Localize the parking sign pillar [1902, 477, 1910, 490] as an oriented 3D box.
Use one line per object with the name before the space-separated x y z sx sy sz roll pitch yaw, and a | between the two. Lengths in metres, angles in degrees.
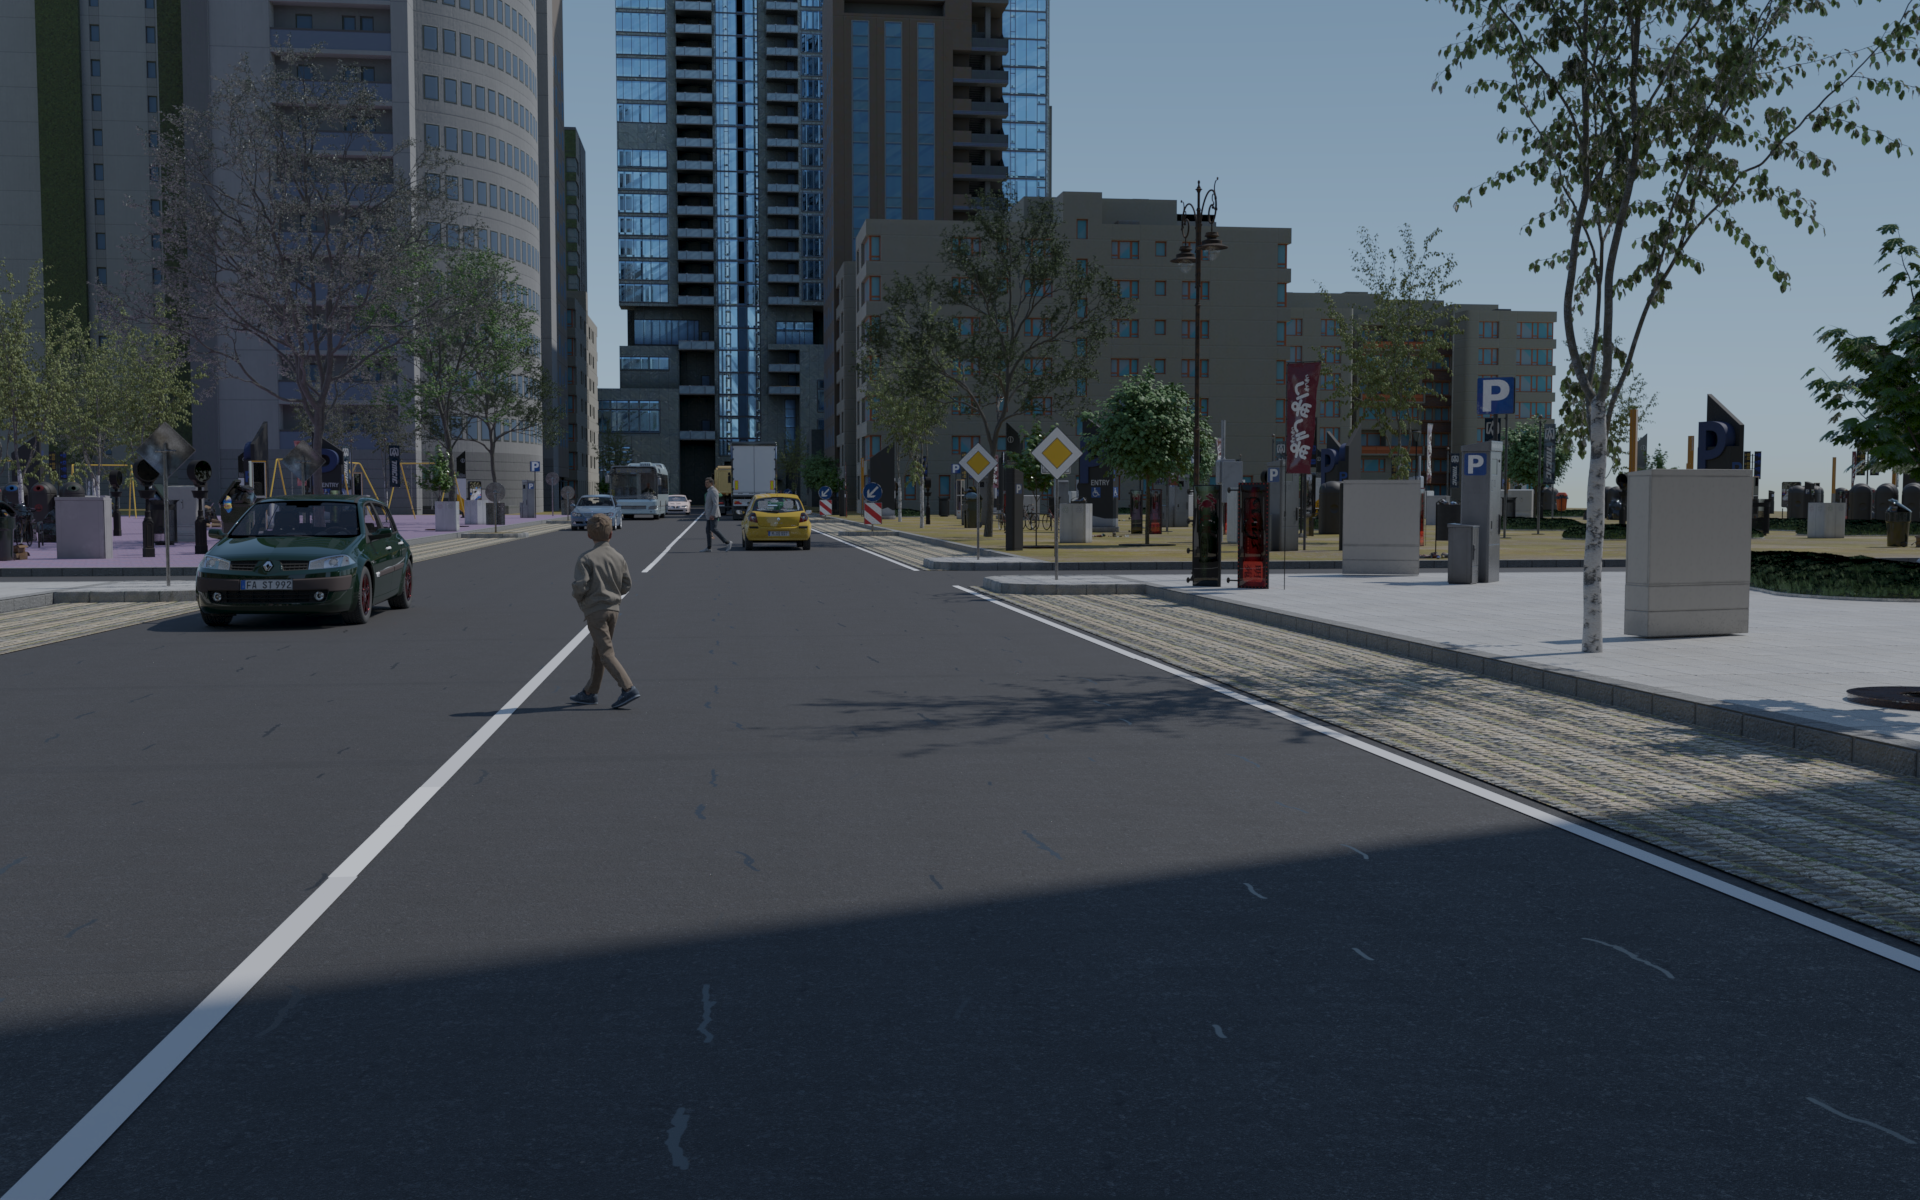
parking sign pillar | 52.810 -6.575 95.974 1.447 3.967 1.447 0 4 -2

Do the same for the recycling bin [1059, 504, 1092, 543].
recycling bin | 3.057 -2.026 45.678 0.722 1.027 0.722 1 4 19

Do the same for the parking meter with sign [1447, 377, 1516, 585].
parking meter with sign | 7.571 -1.772 25.241 0.543 3.016 1.738 2 4 32

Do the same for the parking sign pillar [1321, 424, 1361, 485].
parking sign pillar | 14.815 -4.734 65.880 1.447 3.967 1.447 2 4 33

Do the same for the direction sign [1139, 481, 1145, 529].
direction sign | 6.705 -4.427 64.373 0.876 3.537 0.379 3 5 45

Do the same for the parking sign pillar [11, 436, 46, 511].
parking sign pillar | -41.450 -5.420 77.083 1.447 3.967 1.447 0 4 2

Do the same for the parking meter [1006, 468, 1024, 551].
parking meter | 1.237 -2.048 39.201 0.255 1.863 0.399 3 5 40

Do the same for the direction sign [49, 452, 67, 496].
direction sign | -48.082 -6.139 92.375 0.876 3.537 0.379 -1 4 -11

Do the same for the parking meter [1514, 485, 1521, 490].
parking meter | 34.049 -6.121 105.781 0.399 1.863 0.255 0 4 2

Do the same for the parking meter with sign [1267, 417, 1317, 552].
parking meter with sign | 7.232 -2.608 38.903 1.738 3.016 0.543 -3 5 -41

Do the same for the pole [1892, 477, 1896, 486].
pole | 37.812 -4.666 70.124 0.158 3.312 0.155 0 3 0

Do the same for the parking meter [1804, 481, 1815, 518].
parking meter | 39.038 -4.520 79.611 0.255 1.863 0.399 -2 4 -26

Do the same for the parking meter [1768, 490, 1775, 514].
parking meter | 52.425 -6.330 111.913 0.372 1.533 0.369 0 3 0

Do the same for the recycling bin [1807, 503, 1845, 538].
recycling bin | 25.269 -2.322 50.522 0.722 1.027 0.722 -1 4 -14

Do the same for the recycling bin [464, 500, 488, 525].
recycling bin | -20.345 -3.689 72.875 0.722 1.027 0.722 2 4 28

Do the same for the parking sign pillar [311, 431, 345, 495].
parking sign pillar | -27.024 -5.232 74.014 1.447 3.967 1.447 0 4 -3

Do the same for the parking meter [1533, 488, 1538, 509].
parking meter | 33.444 -5.803 100.582 0.399 1.863 0.255 3 5 39

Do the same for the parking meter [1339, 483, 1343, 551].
parking meter | 8.806 -1.892 39.350 0.372 1.533 0.369 0 3 0

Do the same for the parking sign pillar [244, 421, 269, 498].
parking sign pillar | -25.848 -4.597 63.627 1.447 3.967 1.447 0 4 -1

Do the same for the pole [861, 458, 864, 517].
pole | -5.516 -6.367 97.942 0.158 3.312 0.155 0 3 0

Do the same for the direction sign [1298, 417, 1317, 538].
direction sign | 10.063 -3.610 51.014 0.876 3.537 0.379 1 4 20

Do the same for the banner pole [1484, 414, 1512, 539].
banner pole | 15.524 -3.670 50.014 0.863 3.779 0.401 0 4 2

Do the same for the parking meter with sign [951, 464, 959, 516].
parking meter with sign | -0.019 -6.403 100.947 0.543 3.016 1.738 1 4 15

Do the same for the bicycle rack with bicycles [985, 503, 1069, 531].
bicycle rack with bicycles | 2.118 -2.922 61.153 2.852 0.926 2.925 -1 4 -20

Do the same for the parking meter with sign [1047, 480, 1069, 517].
parking meter with sign | 5.693 -6.117 96.279 1.738 3.016 0.543 0 4 1

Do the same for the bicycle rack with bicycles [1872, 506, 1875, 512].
bicycle rack with bicycles | 50.327 -5.113 96.977 2.852 0.926 2.925 -1 4 -15

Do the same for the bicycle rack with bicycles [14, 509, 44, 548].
bicycle rack with bicycles | -23.207 -1.722 41.532 2.852 0.926 2.925 -2 4 -24

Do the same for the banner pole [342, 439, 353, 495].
banner pole | -27.936 -5.450 79.127 0.401 3.779 0.863 1 4 20

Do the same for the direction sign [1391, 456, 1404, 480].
direction sign | 25.792 -6.738 102.158 0.379 3.537 0.876 -3 4 -37

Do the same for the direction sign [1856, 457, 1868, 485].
direction sign | 38.304 -4.962 73.124 0.876 3.537 0.379 3 4 38

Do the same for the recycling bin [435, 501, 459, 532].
recycling bin | -17.619 -2.872 59.516 0.722 1.027 0.722 -1 4 -9

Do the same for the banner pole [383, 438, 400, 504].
banner pole | -25.578 -5.374 77.874 0.863 3.779 0.401 -2 4 -24

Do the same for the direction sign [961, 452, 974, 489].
direction sign | 0.408 -6.164 92.779 0.876 3.537 0.379 -3 5 -41

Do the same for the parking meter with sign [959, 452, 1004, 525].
parking meter with sign | 0.931 -4.604 71.533 1.738 3.016 0.543 0 4 4

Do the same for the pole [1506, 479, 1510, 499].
pole | 31.391 -6.442 99.165 0.158 3.312 0.155 0 3 0

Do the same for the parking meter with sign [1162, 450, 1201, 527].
parking meter with sign | 8.447 -4.323 66.948 1.738 3.016 0.543 -2 4 -28

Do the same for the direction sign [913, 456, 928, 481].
direction sign | -2.350 -6.792 103.045 0.876 3.537 0.379 -1 4 -17

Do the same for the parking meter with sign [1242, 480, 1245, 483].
parking meter with sign | 14.838 -5.886 92.495 1.738 3.016 0.543 1 4 23

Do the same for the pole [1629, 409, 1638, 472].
pole | 16.211 -2.930 41.746 0.158 3.312 0.155 0 3 0

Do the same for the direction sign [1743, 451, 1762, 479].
direction sign | 41.788 -6.080 91.403 0.876 3.537 0.379 0 4 8

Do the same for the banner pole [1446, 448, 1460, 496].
banner pole | 26.509 -6.322 93.374 0.863 3.779 0.401 2 4 29

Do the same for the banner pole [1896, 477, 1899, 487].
banner pole | 40.130 -5.145 74.135 0.401 3.779 0.863 3 4 36

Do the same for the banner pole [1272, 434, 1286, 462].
banner pole | 13.240 -5.028 72.227 0.863 3.779 0.401 3 5 42

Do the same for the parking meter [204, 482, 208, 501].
parking meter | -37.718 -4.931 86.335 0.399 1.863 0.255 2 4 30

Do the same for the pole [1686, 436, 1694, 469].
pole | 25.520 -4.080 60.546 0.158 3.312 0.155 0 3 0

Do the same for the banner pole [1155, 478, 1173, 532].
banner pole | 6.877 -4.204 58.749 0.401 3.779 0.863 -2 4 -35

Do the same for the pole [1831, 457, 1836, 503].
pole | 48.106 -6.210 95.375 0.158 3.312 0.155 0 3 0

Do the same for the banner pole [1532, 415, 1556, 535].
banner pole | 18.424 -3.946 54.539 0.401 3.779 0.863 -2 4 -29

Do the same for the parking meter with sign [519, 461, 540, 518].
parking meter with sign | -23.088 -5.899 92.715 0.543 3.016 1.738 -3 4 -38

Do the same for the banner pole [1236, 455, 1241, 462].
banner pole | 17.709 -7.343 110.080 0.401 3.779 0.863 -1 4 -15

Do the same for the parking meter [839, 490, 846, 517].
parking meter | -6.699 -5.526 98.757 0.372 1.533 0.369 0 3 0
